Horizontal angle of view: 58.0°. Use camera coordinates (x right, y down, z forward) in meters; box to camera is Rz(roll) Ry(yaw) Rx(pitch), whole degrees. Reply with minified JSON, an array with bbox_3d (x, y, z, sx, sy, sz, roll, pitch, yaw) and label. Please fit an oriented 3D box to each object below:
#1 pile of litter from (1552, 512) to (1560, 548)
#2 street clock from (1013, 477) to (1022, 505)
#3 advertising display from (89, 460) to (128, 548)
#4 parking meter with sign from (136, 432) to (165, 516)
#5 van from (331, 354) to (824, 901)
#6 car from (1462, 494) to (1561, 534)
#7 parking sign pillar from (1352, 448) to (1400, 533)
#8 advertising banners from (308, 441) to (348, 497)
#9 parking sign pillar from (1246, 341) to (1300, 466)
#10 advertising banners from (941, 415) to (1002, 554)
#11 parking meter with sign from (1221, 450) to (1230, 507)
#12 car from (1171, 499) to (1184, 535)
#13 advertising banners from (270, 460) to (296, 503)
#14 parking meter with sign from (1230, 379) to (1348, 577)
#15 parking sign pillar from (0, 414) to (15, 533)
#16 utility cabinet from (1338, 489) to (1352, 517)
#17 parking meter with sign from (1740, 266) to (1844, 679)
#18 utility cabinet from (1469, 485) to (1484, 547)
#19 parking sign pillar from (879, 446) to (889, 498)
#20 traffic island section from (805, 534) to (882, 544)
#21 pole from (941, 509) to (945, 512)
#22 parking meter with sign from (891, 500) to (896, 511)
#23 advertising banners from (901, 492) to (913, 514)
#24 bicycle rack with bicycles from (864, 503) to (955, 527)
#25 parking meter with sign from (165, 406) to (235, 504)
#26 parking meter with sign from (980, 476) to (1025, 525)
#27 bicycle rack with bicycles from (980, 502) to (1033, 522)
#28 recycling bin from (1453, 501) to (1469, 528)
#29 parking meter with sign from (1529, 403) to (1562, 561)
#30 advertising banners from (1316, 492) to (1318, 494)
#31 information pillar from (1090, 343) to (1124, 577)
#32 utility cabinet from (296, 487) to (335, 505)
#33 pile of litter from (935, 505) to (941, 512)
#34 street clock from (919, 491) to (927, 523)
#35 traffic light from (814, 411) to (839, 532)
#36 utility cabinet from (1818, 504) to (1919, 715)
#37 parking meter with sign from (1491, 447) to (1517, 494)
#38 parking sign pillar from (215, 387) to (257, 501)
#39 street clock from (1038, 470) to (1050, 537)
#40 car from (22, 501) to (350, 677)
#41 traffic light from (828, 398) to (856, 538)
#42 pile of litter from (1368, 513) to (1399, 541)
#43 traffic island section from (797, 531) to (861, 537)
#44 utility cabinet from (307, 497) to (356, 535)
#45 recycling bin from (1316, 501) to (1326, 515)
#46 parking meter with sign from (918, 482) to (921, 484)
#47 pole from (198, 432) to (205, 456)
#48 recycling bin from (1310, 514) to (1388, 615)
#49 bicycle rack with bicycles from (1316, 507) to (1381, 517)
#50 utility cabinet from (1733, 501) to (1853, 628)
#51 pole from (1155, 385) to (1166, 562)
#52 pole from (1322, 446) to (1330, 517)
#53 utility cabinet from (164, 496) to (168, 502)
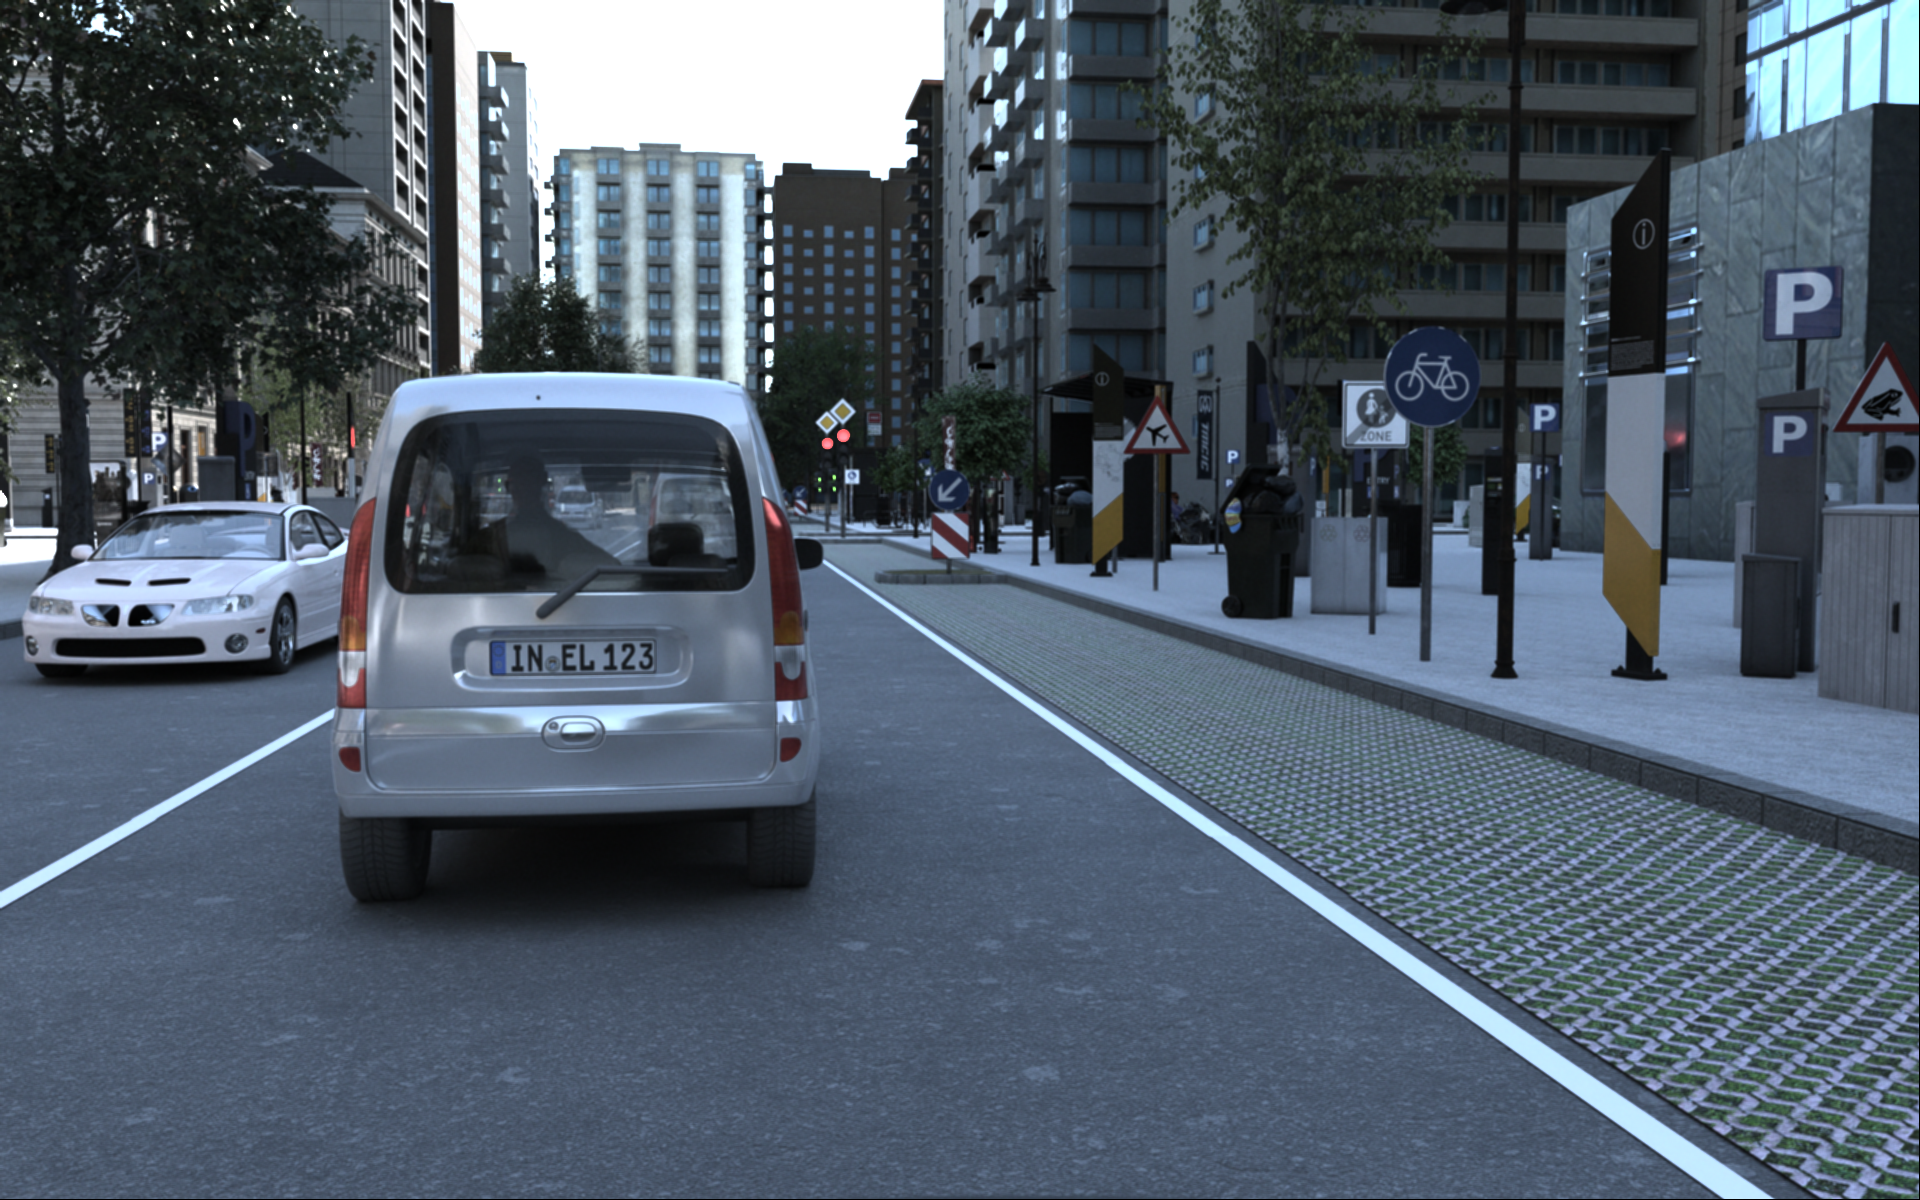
[{"bbox_3d":[14.595,-1.691,41.618,1.176,0.858,1.719,0,4,3],"label":"pile of litter"},{"bbox_3d":[2.467,-4.256,74.157,0.358,2.002,0.471,2,4,25],"label":"street clock"},{"bbox_3d":[-16.330,-1.705,33.087,0.974,1.923,0.123,1,4,19],"label":"advertising display"},{"bbox_3d":[-22.395,-3.162,47.961,0.543,3.016,1.738,-1,4,-10],"label":"parking meter with sign"},{"bbox_3d":[-1.557,-0.034,7.561,2.013,2.044,4.112,-1,4,-9],"label":"van"},{"bbox_3d":[19.466,-2.854,58.454,4.920,1.459,2.131,0,4,-8],"label":"car"},{"bbox_3d":[12.123,-3.793,50.482,1.447,3.967,1.447,3,4,37],"label":"parking sign pillar"},{"bbox_3d":[-21.023,-3.809,58.471,0.090,3.025,2.074,3,4,38],"label":"advertising banners"},{"bbox_3d":[5.606,-2.602,31.008,1.447,3.967,1.447,3,4,37],"label":"parking sign pillar"},{"bbox_3d":[0.222,-2.544,37.776,0.090,3.025,2.074,-3,4,-37],"label":"advertising banners"},{"bbox_3d":[10.538,-4.367,67.666,0.543,3.016,1.738,1,4,17],"label":"parking meter with sign"},{"bbox_3d":[5.334,-2.620,55.423,3.894,1.354,1.945,-1,4,-8],"label":"car"},{"bbox_3d":[-33.073,-5.444,85.199,2.074,3.025,0.090,-1,4,-22],"label":"advertising banners"},{"bbox_3d":[5.173,-1.881,27.014,1.738,3.016,0.543,2,4,29],"label":"parking meter with sign"},{"bbox_3d":[-32.119,-4.206,57.237,1.447,3.967,1.447,-1,4,-20],"label":"parking sign pillar"},{"bbox_3d":[16.175,-3.911,72.624,0.318,1.500,1.173,2,4,26],"label":"utility cabinet"},{"bbox_3d":[6.088,-1.007,12.728,0.543,3.016,1.738,2,4,30],"label":"parking meter with sign"},{"bbox_3d":[12.652,-2.024,41.774,0.318,1.500,1.173,0,4,-7],"label":"utility cabinet"},{"bbox_3d":[-4.684,-6.693,97.904,1.447,3.967,1.447,-1,4,-18],"label":"parking sign pillar"},{"bbox_3d":[-3.405,-1.745,50.815,2.009,0.180,2.903,0,4,-8],"label":"traffic island section"},{"bbox_3d":[-0.710,-4.839,72.957,0.158,3.312,0.155,0,3,0],"label":"pole"},{"bbox_3d":[-5.737,-8.395,133.520,1.738,3.016,0.543,1,4,18],"label":"parking meter with sign"},{"bbox_3d":[-3.599,-7.097,112.223,2.074,3.025,0.090,3,4,37],"label":"advertising banners"},{"bbox_3d":[-2.273,-3.308,67.467,2.852,0.926,2.925,3,5,44],"label":"bicycle rack with bicycles"},{"bbox_3d":[-14.792,-2.338,34.482,1.738,3.016,0.543,-2,4,-25],"label":"parking meter with sign"},{"bbox_3d":[1.832,-4.570,70.975,1.738,3.016,0.543,-2,4,-28],"label":"parking meter with sign"},{"bbox_3d":[2.078,-3.980,78.455,2.852,0.926,2.925,3,5,39],"label":"bicycle rack with bicycles"},{"bbox_3d":[19.232,-3.269,66.002,0.722,1.027,0.722,2,4,26],"label":"recycling bin"},{"bbox_3d":[11.482,-2.315,34.106,0.543,3.016,1.738,1,4,19],"label":"parking meter with sign"},{"bbox_3d":[13.861,-4.643,72.105,2.074,3.025,0.090,2,4,26],"label":"advertising banners"},{"bbox_3d":[2.284,-2.172,26.867,0.504,3.616,0.183,0,4,8],"label":"information pillar"},{"bbox_3d":[-21.045,-2.931,56.608,1.173,1.500,0.318,-2,4,-30],"label":"utility cabinet"},{"bbox_3d":[-0.745,-4.183,82.355,1.176,0.858,1.719,2,4,34],"label":"pile of litter"},{"bbox_3d":[-1.633,-4.450,77.323,0.358,2.002,0.471,0,4,-5],"label":"street clock"},{"bbox_3d":[-4.514,-4.262,58.609,0.839,4.253,0.868,0,4,-8],"label":"traffic light"},{"bbox_3d":[5.639,0.043,10.455,0.306,1.237,1.020,-1,4,-9],"label":"utility cabinet"},{"bbox_3d":[20.631,-4.173,64.490,1.738,3.016,0.543,-1,4,-18],"label":"parking meter with sign"},{"bbox_3d":[-15.245,-2.939,36.525,1.447,3.967,1.447,0,4,-5],"label":"parking sign pillar"},{"bbox_3d":[2.438,-2.894,51.888,0.471,2.002,0.358,2,4,27],"label":"street clock"},{"bbox_3d":[-6.454,-0.170,15.147,2.083,1.381,4.827,0,4,-7],"label":"car"},{"bbox_3d":[-3.446,-3.778,50.696,0.839,4.253,0.868,0,4,-8],"label":"traffic light"},{"bbox_3d":[9.876,-1.603,40.178,1.176,0.858,1.719,3,5,43],"label":"pile of litter"},{"bbox_3d":[-4.472,-2.229,58.729,2.009,0.180,2.903,0,4,-8],"label":"traffic island section"},{"bbox_3d":[-13.526,-1.594,37.224,1.020,1.237,0.306,-2,4,-34],"label":"utility cabinet"},{"bbox_3d":[13.457,-3.250,65.698,0.722,1.027,0.722,0,4,1],"label":"recycling bin"},{"bbox_3d":[-2.286,-6.372,100.441,0.543,3.016,1.738,0,4,6],"label":"parking meter with sign"},{"bbox_3d":[-25.117,-3.889,57.434,0.158,3.312,0.155,0,3,0],"label":"pole"},{"bbox_3d":[4.208,-0.377,18.717,0.722,1.027,0.722,1,4,21],"label":"recycling bin"},{"bbox_3d":[10.807,-2.095,47.641,2.852,0.926,2.925,2,4,30],"label":"bicycle rack with bicycles"},{"bbox_3d":[7.960,-0.331,16.577,1.020,1.237,0.306,0,4,-6],"label":"utility cabinet"},{"bbox_3d":[3.756,-2.366,32.532,0.158,3.312,0.155,0,3,0],"label":"pole"},{"bbox_3d":[15.274,-4.812,72.511,0.158,3.312,0.155,0,3,0],"label":"pole"},{"bbox_3d":[-27.513,-2.956,59.495,0.306,1.237,1.020,1,4,19],"label":"utility cabinet"}]
